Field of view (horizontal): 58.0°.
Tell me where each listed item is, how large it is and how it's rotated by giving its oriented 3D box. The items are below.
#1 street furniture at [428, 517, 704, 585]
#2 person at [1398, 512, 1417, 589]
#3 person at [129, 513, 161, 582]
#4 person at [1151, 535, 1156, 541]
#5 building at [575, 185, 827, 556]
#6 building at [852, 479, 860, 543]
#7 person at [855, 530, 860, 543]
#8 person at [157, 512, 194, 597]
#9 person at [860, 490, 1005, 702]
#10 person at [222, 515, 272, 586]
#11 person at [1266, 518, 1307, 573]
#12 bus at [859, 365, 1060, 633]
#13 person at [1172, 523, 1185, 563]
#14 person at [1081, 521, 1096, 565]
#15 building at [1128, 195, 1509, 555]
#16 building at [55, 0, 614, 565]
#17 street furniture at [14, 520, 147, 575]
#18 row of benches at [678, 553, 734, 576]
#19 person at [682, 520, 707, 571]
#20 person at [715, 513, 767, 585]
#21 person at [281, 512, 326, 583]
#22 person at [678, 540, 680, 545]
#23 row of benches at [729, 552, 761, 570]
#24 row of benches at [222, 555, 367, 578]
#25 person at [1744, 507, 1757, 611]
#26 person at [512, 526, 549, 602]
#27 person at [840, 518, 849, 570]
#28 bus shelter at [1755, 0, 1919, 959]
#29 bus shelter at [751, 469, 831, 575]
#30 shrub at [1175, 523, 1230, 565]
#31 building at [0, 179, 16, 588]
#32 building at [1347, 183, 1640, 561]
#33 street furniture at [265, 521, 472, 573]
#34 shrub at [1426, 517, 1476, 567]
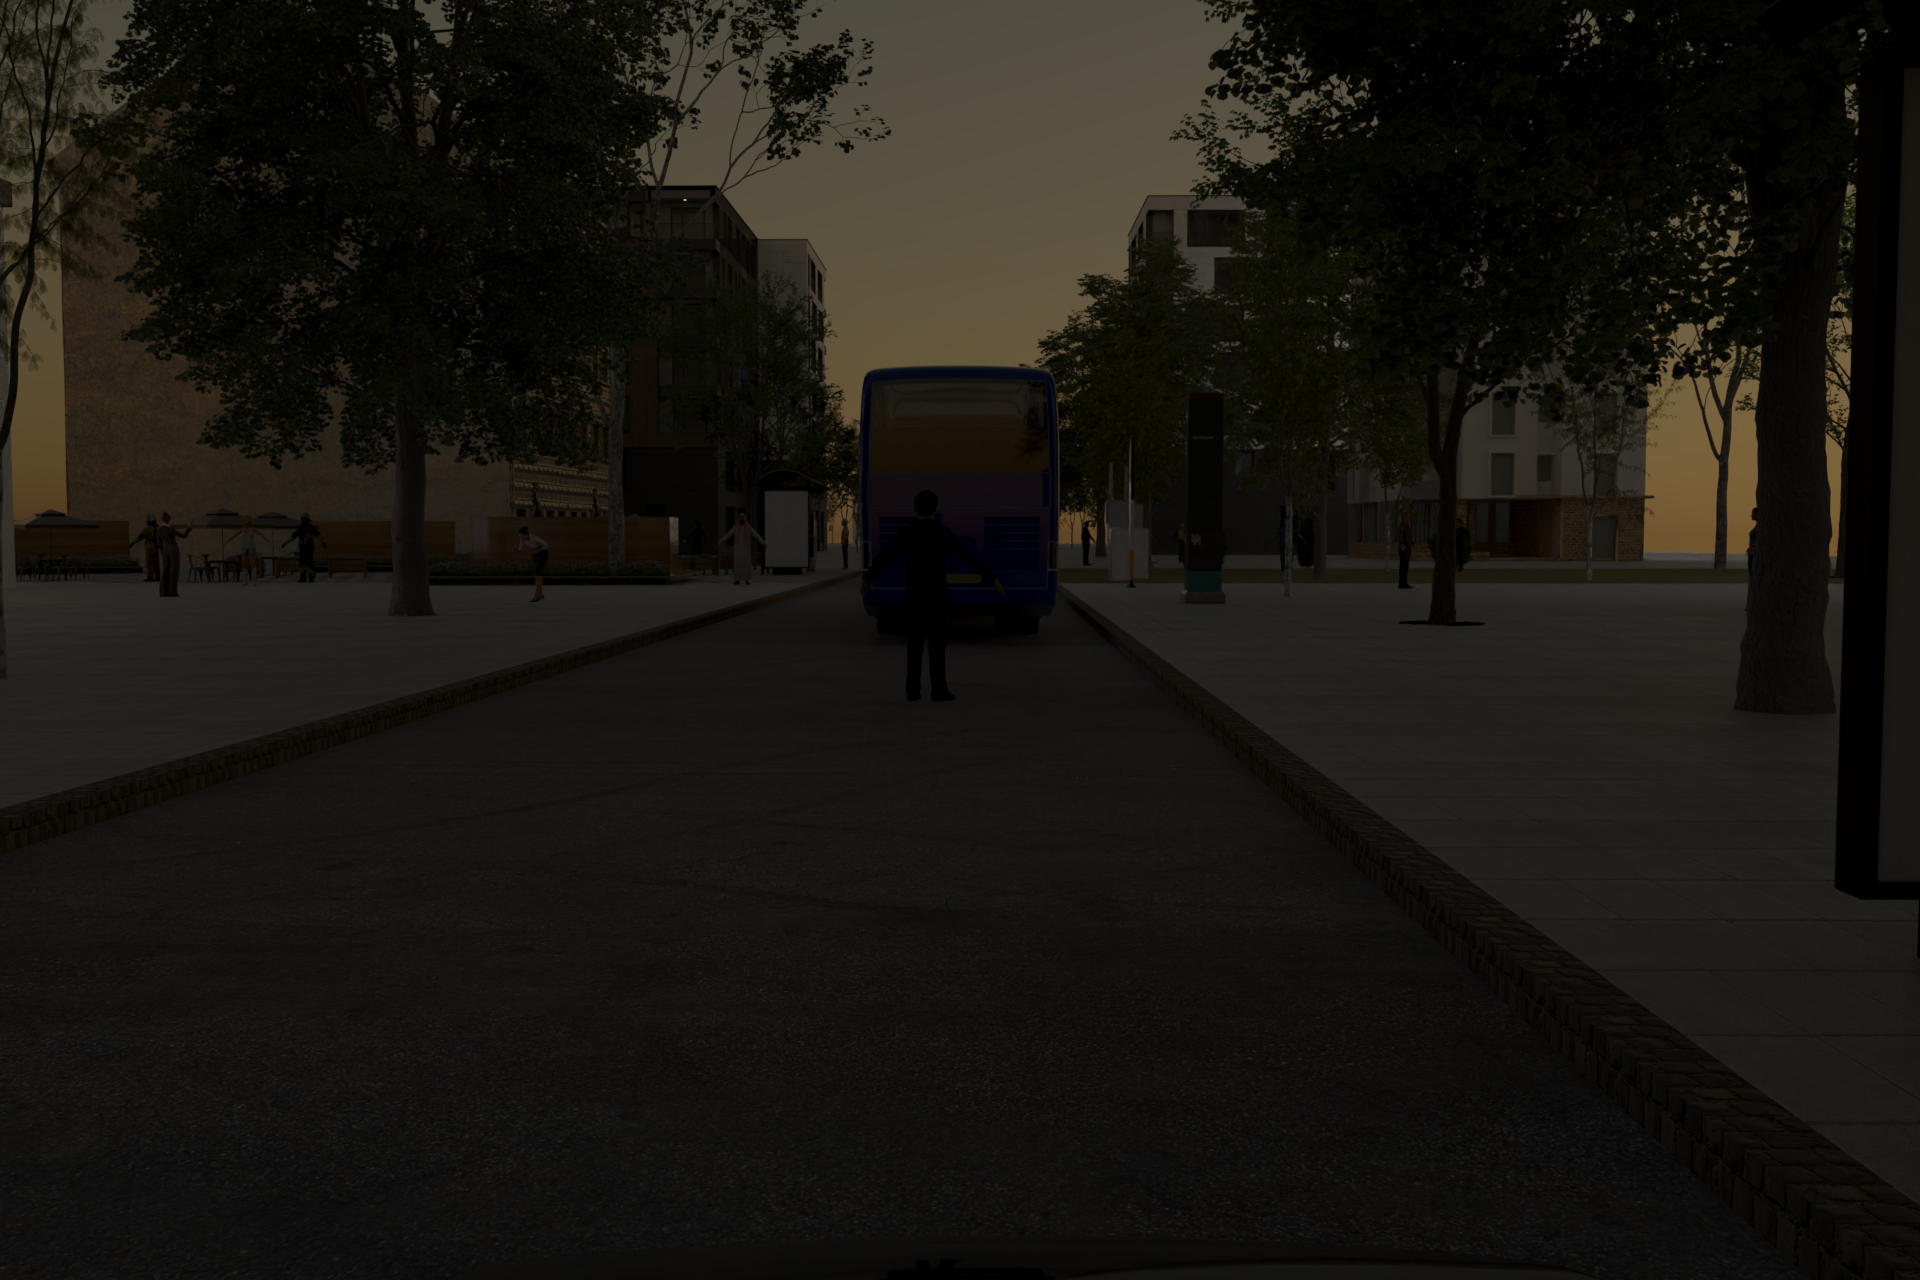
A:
[{"bbox_3d":[-11.568,-2.387,45.889,9.812,1.723,11.010,0,4,-3],"label":"street furniture"},{"bbox_3d":[10.501,-2.116,40.774,0.705,1.807,1.348,2,4,27],"label":"person"},{"bbox_3d":[-21.814,-2.506,46.742,0.705,1.858,1.354,1,4,21],"label":"person"},{"bbox_3d":[8.988,-4.771,84.815,1.217,1.733,0.721,1,4,11],"label":"person"},{"bbox_3d":[-24.515,-16.773,118.218,27.936,21.610,32.646,0,4,1],"label":"building"},{"bbox_3d":[-0.594,-18.087,240.322,28.070,9.664,9.099,0,4,4],"label":"building"},{"bbox_3d":[-3.793,-3.871,69.474,0.705,1.806,1.347,3,5,39],"label":"person"},{"bbox_3d":[-15.983,-1.742,35.320,0.742,1.727,0.445,-1,4,-16],"label":"person"},{"bbox_3d":[-0.274,-0.385,14.931,1.347,1.806,0.705,1,4,21],"label":"person"},{"bbox_3d":[-17.528,-2.202,42.614,1.214,1.753,0.721,0,4,-4],"label":"person"},{"bbox_3d":[10.903,-3.161,57.815,1.347,1.817,0.704,0,4,5],"label":"person"},{"bbox_3d":[-0.048,-2.218,27.816,2.896,3.916,12.251,0,4,0],"label":"bus"},{"bbox_3d":[9.940,-4.319,77.081,1.216,1.772,0.721,3,4,37],"label":"person"},{"bbox_3d":[5.200,-3.955,70.882,0.704,1.802,1.346,-1,4,-18],"label":"person"},{"bbox_3d":[25.428,-16.934,120.849,27.936,21.610,32.646,0,4,1],"label":"building"},{"bbox_3d":[-27.246,-15.207,79.555,19.493,23.208,18.063,0,4,2],"label":"building"},{"bbox_3d":[-31.562,-3.011,56.085,9.812,1.723,11.010,-3,5,-40],"label":"street furniture"},{"bbox_3d":[-8.143,-2.341,53.740,1.422,0.672,4.104,2,4,34],"label":"row of benches"},{"bbox_3d":[-8.783,-3.103,57.461,0.721,1.740,1.216,2,4,32],"label":"person"},{"bbox_3d":[-5.534,-2.312,43.941,1.347,1.811,0.704,0,4,5],"label":"person"},{"bbox_3d":[-17.295,-2.446,45.768,1.354,1.856,0.705,1,4,16],"label":"person"},{"bbox_3d":[-13.507,-4.398,81.168,0.599,1.433,0.991,3,5,42],"label":"person"},{"bbox_3d":[-7.193,-2.922,63.238,1.422,0.672,4.104,2,4,30],"label":"row of benches"},{"bbox_3d":[-19.591,-2.164,50.841,4.104,0.672,1.422,-1,4,-16],"label":"row of benches"},{"bbox_3d":[13.194,-1.350,28.888,0.721,1.737,1.217,1,4,23],"label":"person"},{"bbox_3d":[-8.072,-1.430,32.606,0.628,1.438,0.799,-1,4,-8],"label":"person"},{"bbox_3d":[-4.183,-3.468,62.559,0.705,1.847,1.347,0,4,-4],"label":"person"},{"bbox_3d":[3.391,-0.529,2.569,2.014,3.302,5.546,0,4,1],"label":"bus shelter"},{"bbox_3d":[-5.449,-3.832,56.575,2.014,3.302,5.546,0,4,0],"label":"bus shelter"},{"bbox_3d":[7.855,-3.181,56.047,1.661,2.075,1.752,0,3,0],"label":"shrub"},{"bbox_3d":[-23.641,-5.223,27.538,9.099,9.664,28.070,0,4,1],"label":"building"},{"bbox_3d":[26.464,-14.531,94.007,16.016,20.090,11.380,0,4,1],"label":"building"},{"bbox_3d":[-18.985,-3.272,60.359,11.010,1.723,9.812,-1,4,-18],"label":"street furniture"},{"bbox_3d":[17.978,-3.633,63.435,1.661,2.075,1.752,0,3,0],"label":"shrub"}]
